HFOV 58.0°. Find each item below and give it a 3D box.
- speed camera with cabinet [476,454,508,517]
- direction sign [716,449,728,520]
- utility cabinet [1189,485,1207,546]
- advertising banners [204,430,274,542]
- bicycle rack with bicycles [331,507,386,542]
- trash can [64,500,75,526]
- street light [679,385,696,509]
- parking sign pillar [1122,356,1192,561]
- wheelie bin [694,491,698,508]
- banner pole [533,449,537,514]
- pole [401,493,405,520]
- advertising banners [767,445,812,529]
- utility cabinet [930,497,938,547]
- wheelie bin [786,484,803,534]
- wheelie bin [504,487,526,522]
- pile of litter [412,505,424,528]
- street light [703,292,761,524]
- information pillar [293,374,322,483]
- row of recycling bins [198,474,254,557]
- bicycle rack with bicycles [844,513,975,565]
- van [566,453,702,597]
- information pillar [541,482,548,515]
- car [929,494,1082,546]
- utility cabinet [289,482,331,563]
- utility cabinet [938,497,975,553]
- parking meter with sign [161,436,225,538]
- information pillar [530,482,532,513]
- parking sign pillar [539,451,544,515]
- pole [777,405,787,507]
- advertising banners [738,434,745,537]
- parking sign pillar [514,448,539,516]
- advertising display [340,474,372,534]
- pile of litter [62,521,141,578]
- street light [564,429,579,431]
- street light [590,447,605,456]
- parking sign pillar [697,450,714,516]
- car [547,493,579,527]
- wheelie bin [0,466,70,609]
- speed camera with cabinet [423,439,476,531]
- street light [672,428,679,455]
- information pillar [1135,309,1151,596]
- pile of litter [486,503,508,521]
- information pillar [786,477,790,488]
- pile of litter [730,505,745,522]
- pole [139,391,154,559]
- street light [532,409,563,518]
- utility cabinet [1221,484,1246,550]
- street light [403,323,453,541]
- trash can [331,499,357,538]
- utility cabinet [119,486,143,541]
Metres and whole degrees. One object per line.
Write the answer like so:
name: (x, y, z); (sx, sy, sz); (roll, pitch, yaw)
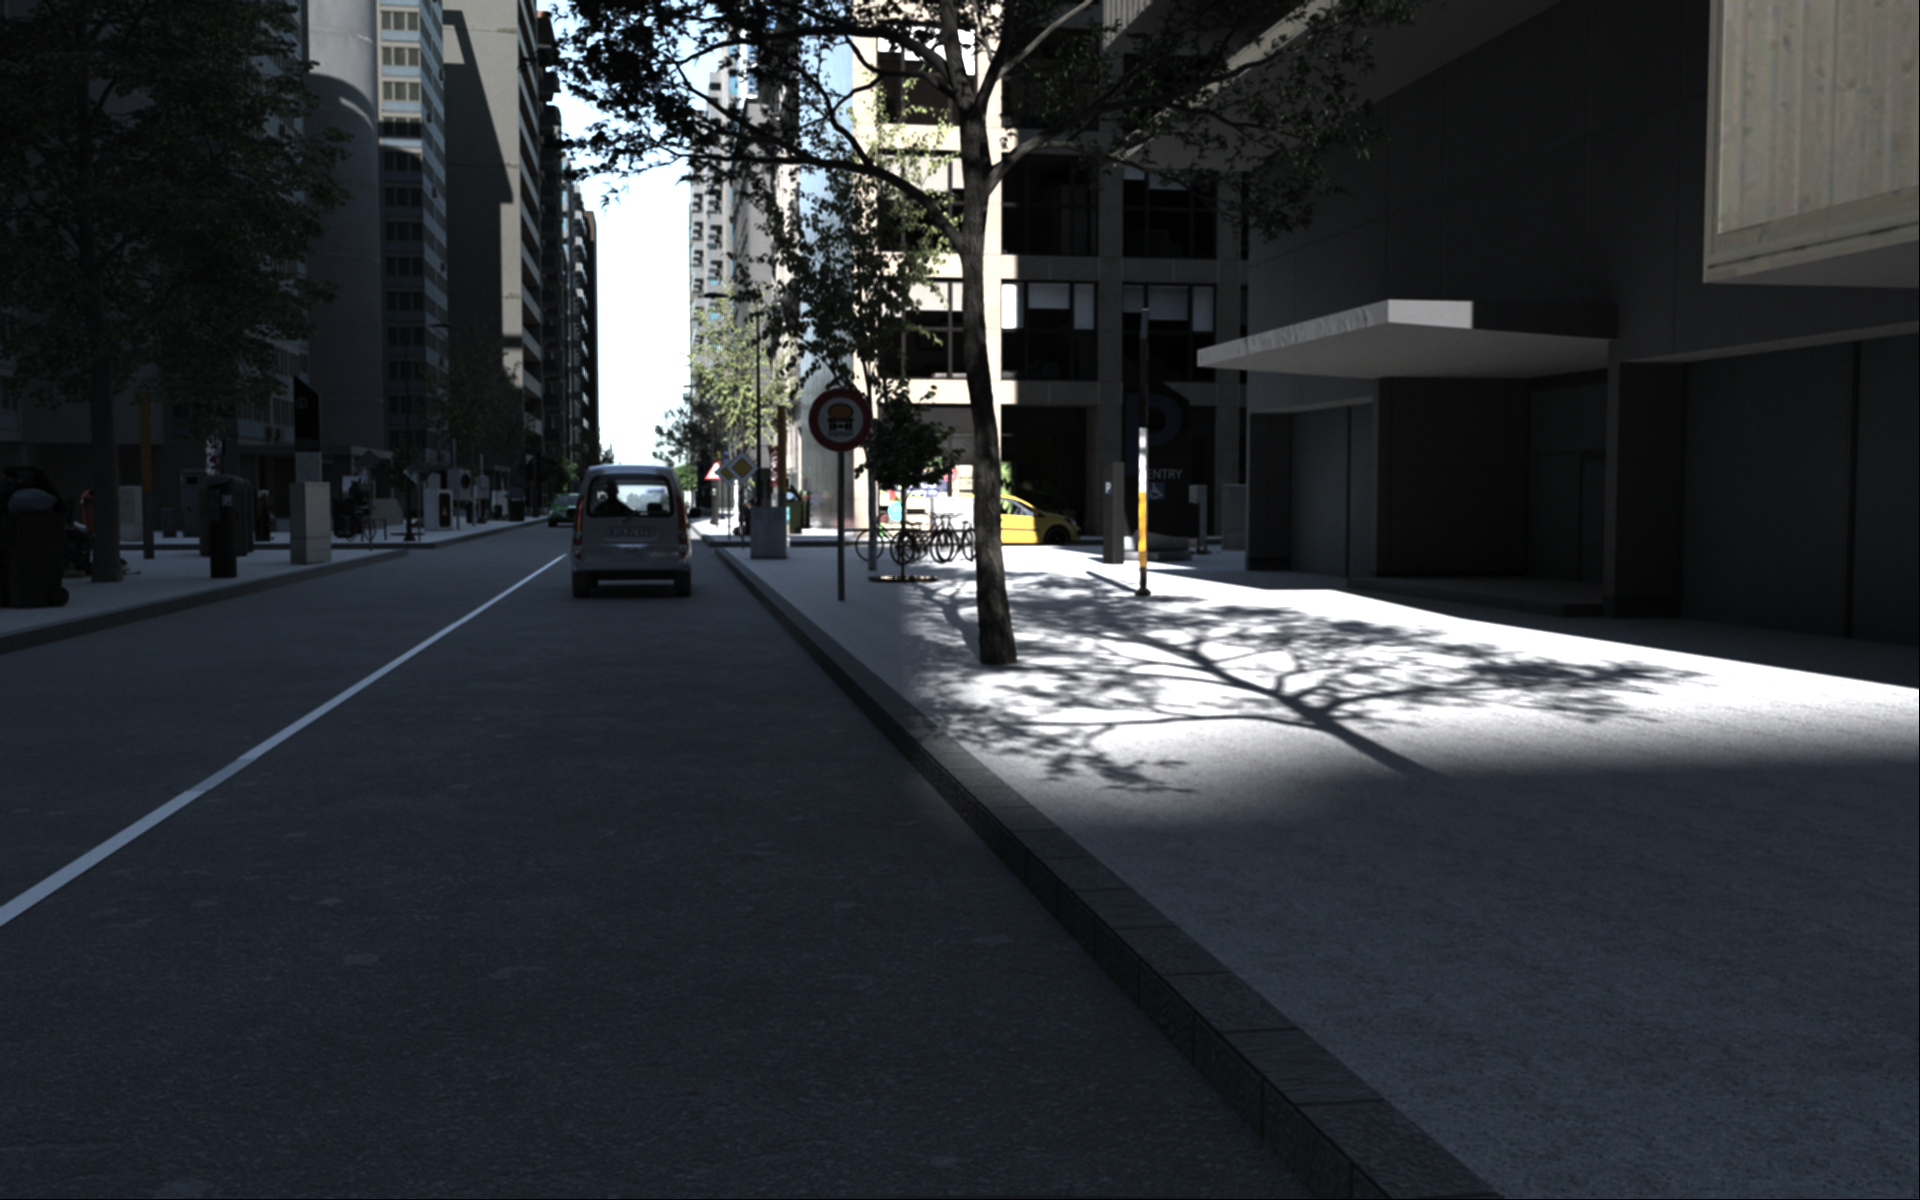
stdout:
speed camera with cabinet: (-23.271, -5.631, 86.410); (2.038, 3.252, 0.660); (-3, 5, -41)
direction sign: (-11.975, -5.826, 87.247); (0.876, 3.537, 0.379); (3, 4, 38)
utility cabinet: (5.585, -2.065, 42.436); (0.318, 1.500, 1.173); (-2, 4, -26)
advertising banners: (-19.273, -3.057, 46.168); (0.090, 3.025, 2.074); (2, 4, 34)
bicycle rack with bicycles: (-17.062, -2.072, 47.267); (2.852, 0.926, 2.925); (0, 4, 3)
trash can: (-23.461, -2.052, 45.197); (0.748, 1.137, 0.748); (0, 3, 0)
street light: (-11.109, -6.197, 73.863); (1.470, 5.913, 1.316); (-1, 4, -10)
parking sign pillar: (3.797, -2.761, 33.609); (1.447, 3.967, 1.447); (0, 4, 6)
wheelie bin: (-15.455, -5.820, 103.058); (0.693, 1.594, 0.980); (-1, 4, -13)
banner pole: (-23.581, -6.490, 96.124); (0.401, 3.779, 0.863); (0, 4, 0)
pole: (-27.500, -5.605, 85.485); (0.158, 3.312, 0.155); (0, 3, 0)
advertising banners: (-6.207, -4.093, 63.103); (0.090, 3.025, 2.074); (3, 5, 44)
utility cabinet: (-0.198, -1.883, 41.941); (1.020, 1.237, 0.306); (-1, 4, -20)
wheelie bin: (-5.403, -2.913, 55.543); (0.693, 1.594, 0.980); (-1, 4, -11)
wheelie bin: (-21.151, -4.573, 82.675); (0.980, 1.594, 0.693); (3, 4, 39)
pile of litter: (-20.550, -3.202, 66.326); (1.176, 0.858, 1.719); (0, 4, 3)
street light: (-5.215, -4.136, 40.161); (1.470, 5.913, 1.316); (-1, 4, -10)
information pillar: (-12.776, -2.603, 33.918); (0.504, 3.616, 0.183); (-1, 4, -11)
row of recycling bins: (-15.686, -1.827, 36.991); (1.069, 1.692, 3.534); (-1, 4, -19)
bicycle rack with bicycles: (-0.805, -1.185, 32.763); (2.925, 0.926, 2.852); (-3, 5, -39)
van: (-4.813, -1.133, 25.537); (2.013, 2.044, 4.112); (-1, 4, -9)
information pillar: (-25.148, -6.137, 104.836); (0.304, 2.012, 0.304); (-2, 4, -27)
car: (1.204, -2.157, 45.491); (3.980, 1.641, 2.015); (-1, 4, -11)
utility cabinet: (-12.035, -1.430, 32.064); (0.318, 1.500, 1.173); (0, 4, 1)
utility cabinet: (0.012, -1.650, 38.147); (0.306, 1.237, 1.020); (3, 4, 37)
parking meter with sign: (-22.825, -3.383, 51.567); (1.738, 3.016, 0.543); (-2, 4, -32)
information pillar: (-25.288, -5.998, 102.566); (0.304, 2.012, 0.304); (-2, 4, -25)
parking sign pillar: (-26.486, -7.309, 107.966); (1.447, 3.967, 1.447); (3, 4, 39)
pole: (-4.096, -2.816, 39.886); (0.158, 3.312, 0.155); (0, 3, 0)
advertising banners: (-6.440, -3.358, 51.099); (0.090, 3.025, 2.074); (-1, 4, -11)
parking sign pillar: (-25.318, -6.808, 99.786); (1.447, 3.967, 1.447); (0, 4, -3)
advertising display: (-19.594, -3.120, 56.226); (0.974, 1.923, 0.123); (-2, 4, -31)
pile of litter: (-13.570, -0.803, 27.093); (1.176, 0.858, 1.719); (2, 4, 29)
street light: (-27.646, -9.182, 122.670); (1.470, 5.913, 1.316); (-1, 4, -10)
street light: (-35.875, -12.084, 170.118); (1.470, 5.913, 1.316); (-1, 4, -10)
parking sign pillar: (-14.826, -6.891, 101.145); (1.447, 3.967, 1.447); (-3, 4, -38)
car: (-17.255, -4.151, 76.661); (1.959, 1.807, 4.718); (-1, 4, -10)
wheelie bin: (-10.568, -0.716, 19.617); (0.980, 1.594, 0.693); (2, 4, 26)
speed camera with cabinet: (-18.114, -4.089, 61.195); (0.660, 3.252, 2.038); (1, 4, 20)
street light: (-19.351, -9.111, 121.502); (1.470, 5.913, 1.316); (-1, 4, -10)
information pillar: (2.314, -1.863, 21.821); (0.183, 3.616, 0.504); (1, 4, 9)
pile of litter: (-22.262, -4.287, 84.050); (1.719, 0.858, 1.176); (-2, 4, -29)
information pillar: (-7.640, -4.344, 75.524); (0.304, 2.012, 0.304); (3, 4, 37)
pile of litter: (-9.890, -4.037, 79.975); (1.719, 0.858, 1.176); (3, 5, 44)
pole: (-16.091, -2.472, 34.265); (0.158, 3.312, 0.155); (0, 3, 0)
street light: (-22.693, -7.469, 94.657); (1.470, 5.913, 1.316); (-1, 4, -10)
utility cabinet: (6.544, -1.873, 39.300); (1.173, 1.500, 0.318); (1, 4, 21)
street light: (-14.456, -4.559, 47.083); (1.470, 5.913, 1.316); (-1, 4, -10)
trash can: (-18.058, -2.395, 50.806); (0.748, 1.137, 0.748); (0, 3, 0)
utility cabinet: (-22.505, -2.345, 47.021); (1.173, 1.500, 0.318); (3, 5, 44)
